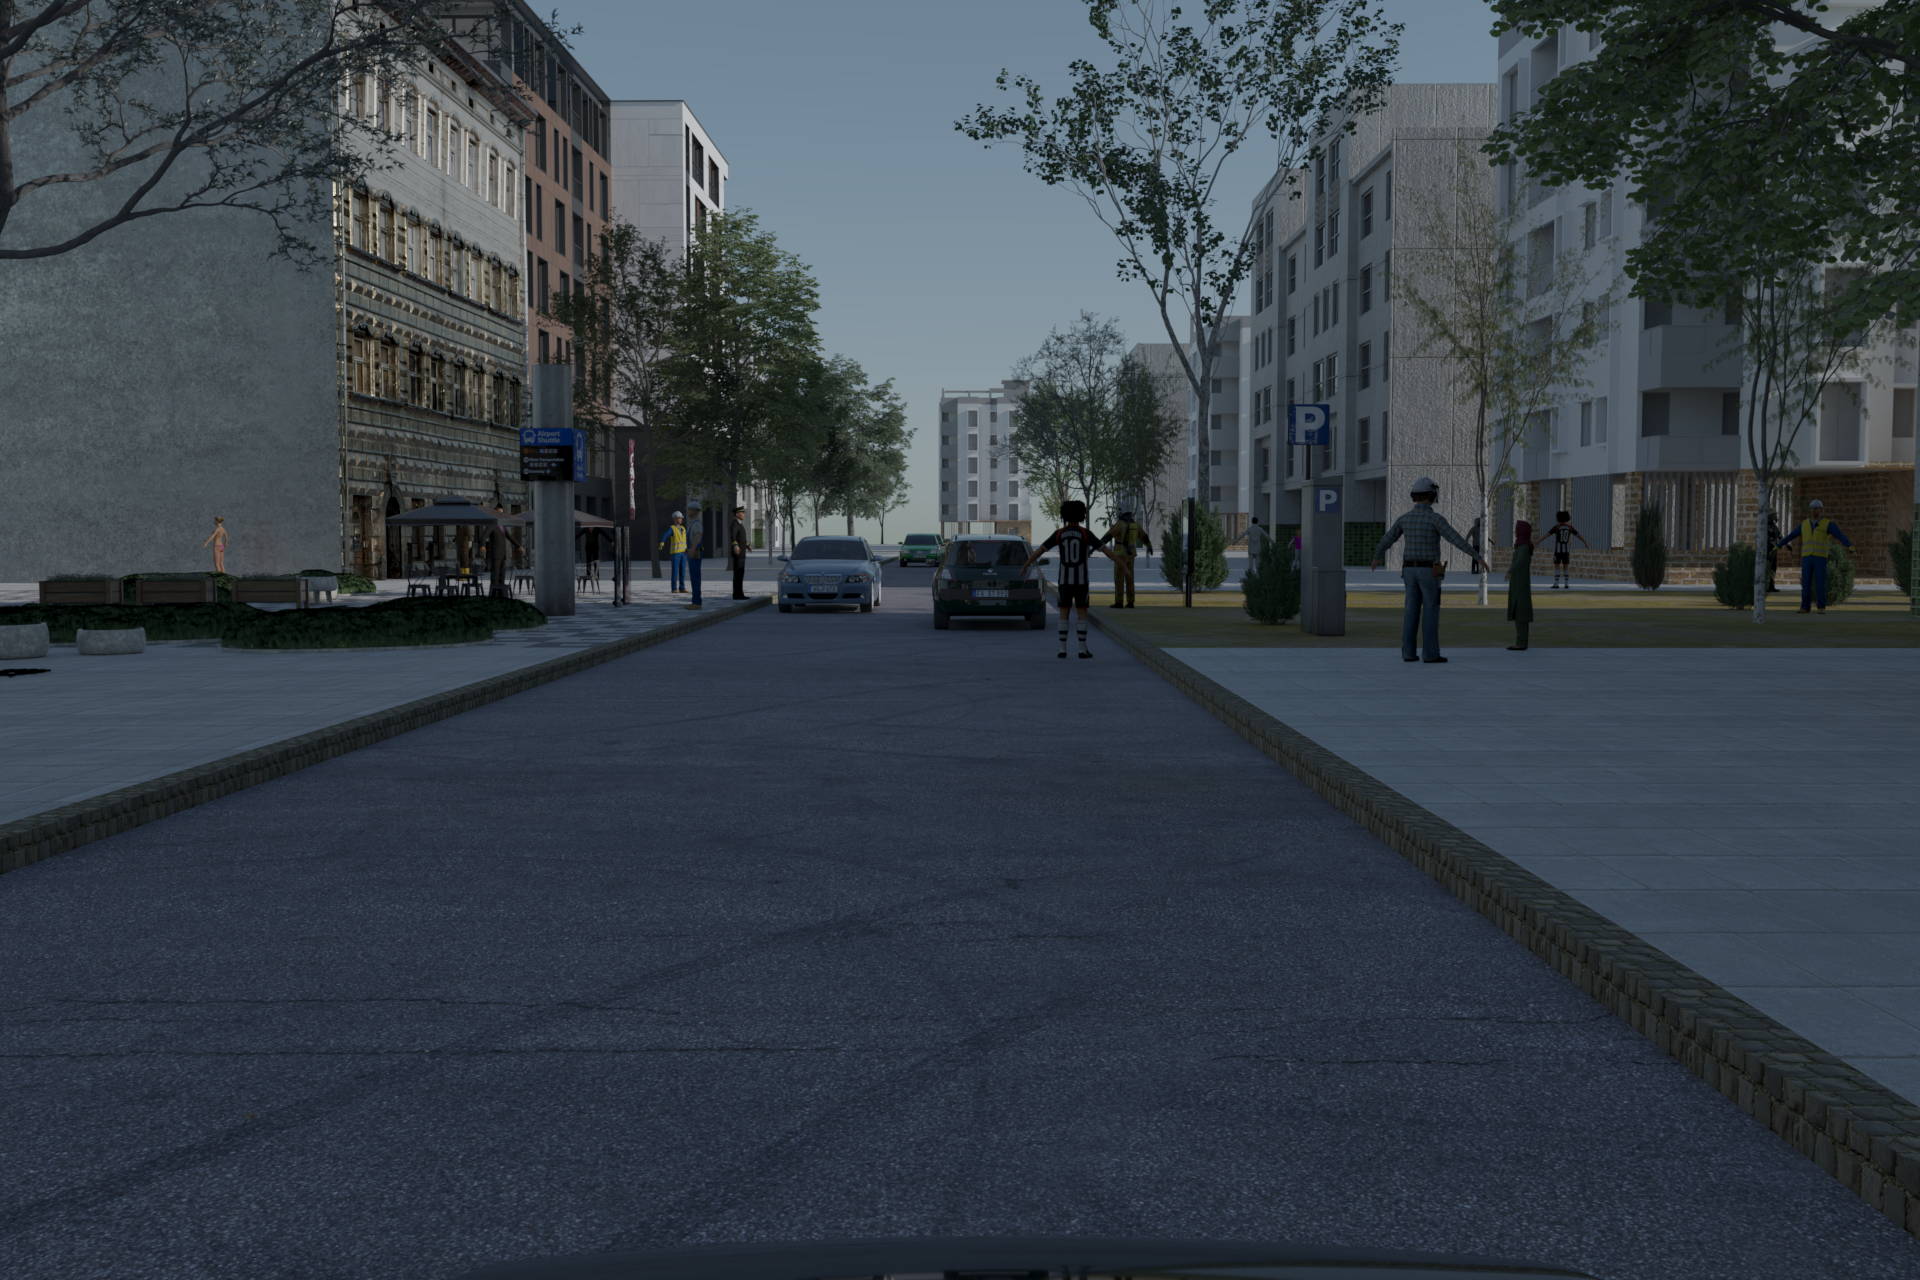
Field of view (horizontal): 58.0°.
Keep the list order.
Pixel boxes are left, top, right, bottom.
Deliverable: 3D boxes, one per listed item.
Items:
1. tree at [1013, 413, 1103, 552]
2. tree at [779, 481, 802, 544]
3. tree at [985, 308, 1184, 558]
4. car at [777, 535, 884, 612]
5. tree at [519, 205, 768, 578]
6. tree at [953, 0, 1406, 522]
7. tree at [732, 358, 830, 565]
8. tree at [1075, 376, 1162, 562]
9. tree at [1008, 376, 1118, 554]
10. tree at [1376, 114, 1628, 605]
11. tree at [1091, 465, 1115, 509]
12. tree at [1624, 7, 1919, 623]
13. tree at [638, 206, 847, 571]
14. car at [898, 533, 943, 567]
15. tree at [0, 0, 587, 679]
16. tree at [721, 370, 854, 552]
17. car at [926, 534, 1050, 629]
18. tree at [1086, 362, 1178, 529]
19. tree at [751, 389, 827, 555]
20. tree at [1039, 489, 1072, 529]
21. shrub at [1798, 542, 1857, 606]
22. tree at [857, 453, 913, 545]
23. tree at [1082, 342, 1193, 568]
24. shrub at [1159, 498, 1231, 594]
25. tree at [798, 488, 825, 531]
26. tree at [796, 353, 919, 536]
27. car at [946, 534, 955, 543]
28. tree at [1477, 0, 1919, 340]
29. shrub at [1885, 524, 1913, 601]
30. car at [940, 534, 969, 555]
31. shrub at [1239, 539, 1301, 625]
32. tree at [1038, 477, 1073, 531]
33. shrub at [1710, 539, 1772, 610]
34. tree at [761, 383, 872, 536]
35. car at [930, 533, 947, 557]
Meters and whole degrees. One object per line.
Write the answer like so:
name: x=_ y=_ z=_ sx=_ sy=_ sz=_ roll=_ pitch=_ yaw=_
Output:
tree: x=7.477 y=-12.084 z=123.326 sx=9.928 sy=11.665 sz=9.643 roll=0 pitch=3 yaw=0
tree: x=-21.316 y=-16.167 z=214.697 sx=4.737 sy=8.622 sz=4.395 roll=0 pitch=3 yaw=0
tree: x=6.966 y=-11.197 z=93.442 sx=12.009 sy=13.543 sz=11.850 roll=0 pitch=3 yaw=0
car: x=-2.448 y=-1.295 z=33.175 sx=2.014 sy=1.417 sz=4.499 roll=0 pitch=4 yaw=0
tree: x=-9.161 y=-7.073 z=50.052 sx=7.601 sy=10.594 sz=8.767 roll=-1 pitch=4 yaw=-11
tree: x=5.986 y=-12.030 z=52.575 sx=12.611 sy=20.169 sz=13.585 roll=0 pitch=3 yaw=0
tree: x=-8.068 y=-7.466 z=72.425 sx=4.360 sy=8.622 sz=3.978 roll=0 pitch=3 yaw=0
tree: x=6.947 y=-7.947 z=80.300 sx=4.360 sy=8.622 sz=3.978 roll=0 pitch=3 yaw=0
tree: x=6.749 y=-11.456 z=113.057 sx=9.928 sy=11.665 sz=9.643 roll=0 pitch=3 yaw=0
tree: x=9.282 y=-4.950 z=31.292 sx=4.360 sy=8.622 sz=3.978 roll=0 pitch=3 yaw=0
tree: x=20.148 y=-17.785 z=216.536 sx=9.928 sy=11.665 sz=9.643 roll=0 pitch=3 yaw=0
tree: x=11.305 y=-4.552 z=24.795 sx=4.360 sy=8.622 sz=3.978 roll=0 pitch=3 yaw=0
tree: x=-7.614 y=-8.710 z=60.529 sx=7.486 sy=12.596 sz=7.792 roll=0 pitch=3 yaw=0
car: x=-1.722 y=-4.126 z=76.257 sx=1.959 sy=1.807 sz=4.718 roll=0 pitch=4 yaw=0
tree: x=-9.001 y=-6.411 z=15.198 sx=12.009 sy=13.543 sz=11.850 roll=0 pitch=3 yaw=0
tree: x=-8.929 y=-9.491 z=89.585 sx=7.601 sy=10.594 sz=8.767 roll=0 pitch=4 yaw=0
car: x=0.449 y=-1.077 z=27.400 sx=2.009 sy=1.686 sz=4.222 roll=0 pitch=3 yaw=0
tree: x=7.414 y=-7.597 z=74.570 sx=4.737 sy=8.622 sz=4.395 roll=0 pitch=3 yaw=0
tree: x=-8.386 y=-8.022 z=81.517 sx=4.360 sy=8.622 sz=3.978 roll=0 pitch=3 yaw=0
tree: x=11.997 y=-16.288 z=216.677 sx=4.737 sy=8.622 sz=4.395 roll=0 pitch=3 yaw=0
shrub: x=15.480 y=-1.210 z=30.905 sx=1.383 sy=1.207 sz=1.383 roll=0 pitch=3 yaw=0
tree: x=-9.694 y=-17.527 z=212.313 sx=9.928 sy=11.665 sz=9.643 roll=0 pitch=3 yaw=0
tree: x=7.338 y=-7.067 z=65.910 sx=4.360 sy=8.622 sz=3.978 roll=0 pitch=3 yaw=0
shrub: x=5.079 y=-2.042 z=37.426 sx=1.661 sy=2.075 sz=1.752 roll=0 pitch=3 yaw=0
tree: x=-17.220 y=-15.890 z=210.165 sx=4.360 sy=8.622 sz=3.978 roll=0 pitch=3 yaw=0
tree: x=-7.646 y=-13.120 z=121.170 sx=9.857 sy=13.997 sz=8.962 roll=0 pitch=3 yaw=0
car: x=0.019 y=-6.909 z=122.749 sx=2.009 sy=1.686 sz=4.222 roll=0 pitch=3 yaw=0
tree: x=7.352 y=-5.731 z=11.835 sx=7.486 sy=12.596 sz=7.792 roll=0 pitch=3 yaw=0
shrub: x=17.948 y=-1.695 z=31.755 sx=1.661 sy=2.075 sz=1.752 roll=0 pitch=3 yaw=0
car: x=0.332 y=-3.134 z=63.042 sx=2.131 sy=1.459 sz=4.920 roll=0 pitch=4 yaw=0
shrub: x=4.429 y=-0.820 z=24.520 sx=1.383 sy=1.207 sz=1.383 roll=0 pitch=3 yaw=0
tree: x=11.659 y=-15.910 z=210.488 sx=4.737 sy=8.622 sz=4.395 roll=0 pitch=3 yaw=0
shrub: x=13.255 y=-1.119 z=29.411 sx=1.383 sy=1.207 sz=1.383 roll=0 pitch=3 yaw=0
tree: x=-8.839 y=-10.356 z=103.729 sx=7.601 sy=10.594 sz=8.767 roll=-3 pitch=5 yaw=-43
car: x=-1.638 y=-4.953 z=89.779 sx=1.959 sy=1.807 sz=4.718 roll=0 pitch=4 yaw=0
